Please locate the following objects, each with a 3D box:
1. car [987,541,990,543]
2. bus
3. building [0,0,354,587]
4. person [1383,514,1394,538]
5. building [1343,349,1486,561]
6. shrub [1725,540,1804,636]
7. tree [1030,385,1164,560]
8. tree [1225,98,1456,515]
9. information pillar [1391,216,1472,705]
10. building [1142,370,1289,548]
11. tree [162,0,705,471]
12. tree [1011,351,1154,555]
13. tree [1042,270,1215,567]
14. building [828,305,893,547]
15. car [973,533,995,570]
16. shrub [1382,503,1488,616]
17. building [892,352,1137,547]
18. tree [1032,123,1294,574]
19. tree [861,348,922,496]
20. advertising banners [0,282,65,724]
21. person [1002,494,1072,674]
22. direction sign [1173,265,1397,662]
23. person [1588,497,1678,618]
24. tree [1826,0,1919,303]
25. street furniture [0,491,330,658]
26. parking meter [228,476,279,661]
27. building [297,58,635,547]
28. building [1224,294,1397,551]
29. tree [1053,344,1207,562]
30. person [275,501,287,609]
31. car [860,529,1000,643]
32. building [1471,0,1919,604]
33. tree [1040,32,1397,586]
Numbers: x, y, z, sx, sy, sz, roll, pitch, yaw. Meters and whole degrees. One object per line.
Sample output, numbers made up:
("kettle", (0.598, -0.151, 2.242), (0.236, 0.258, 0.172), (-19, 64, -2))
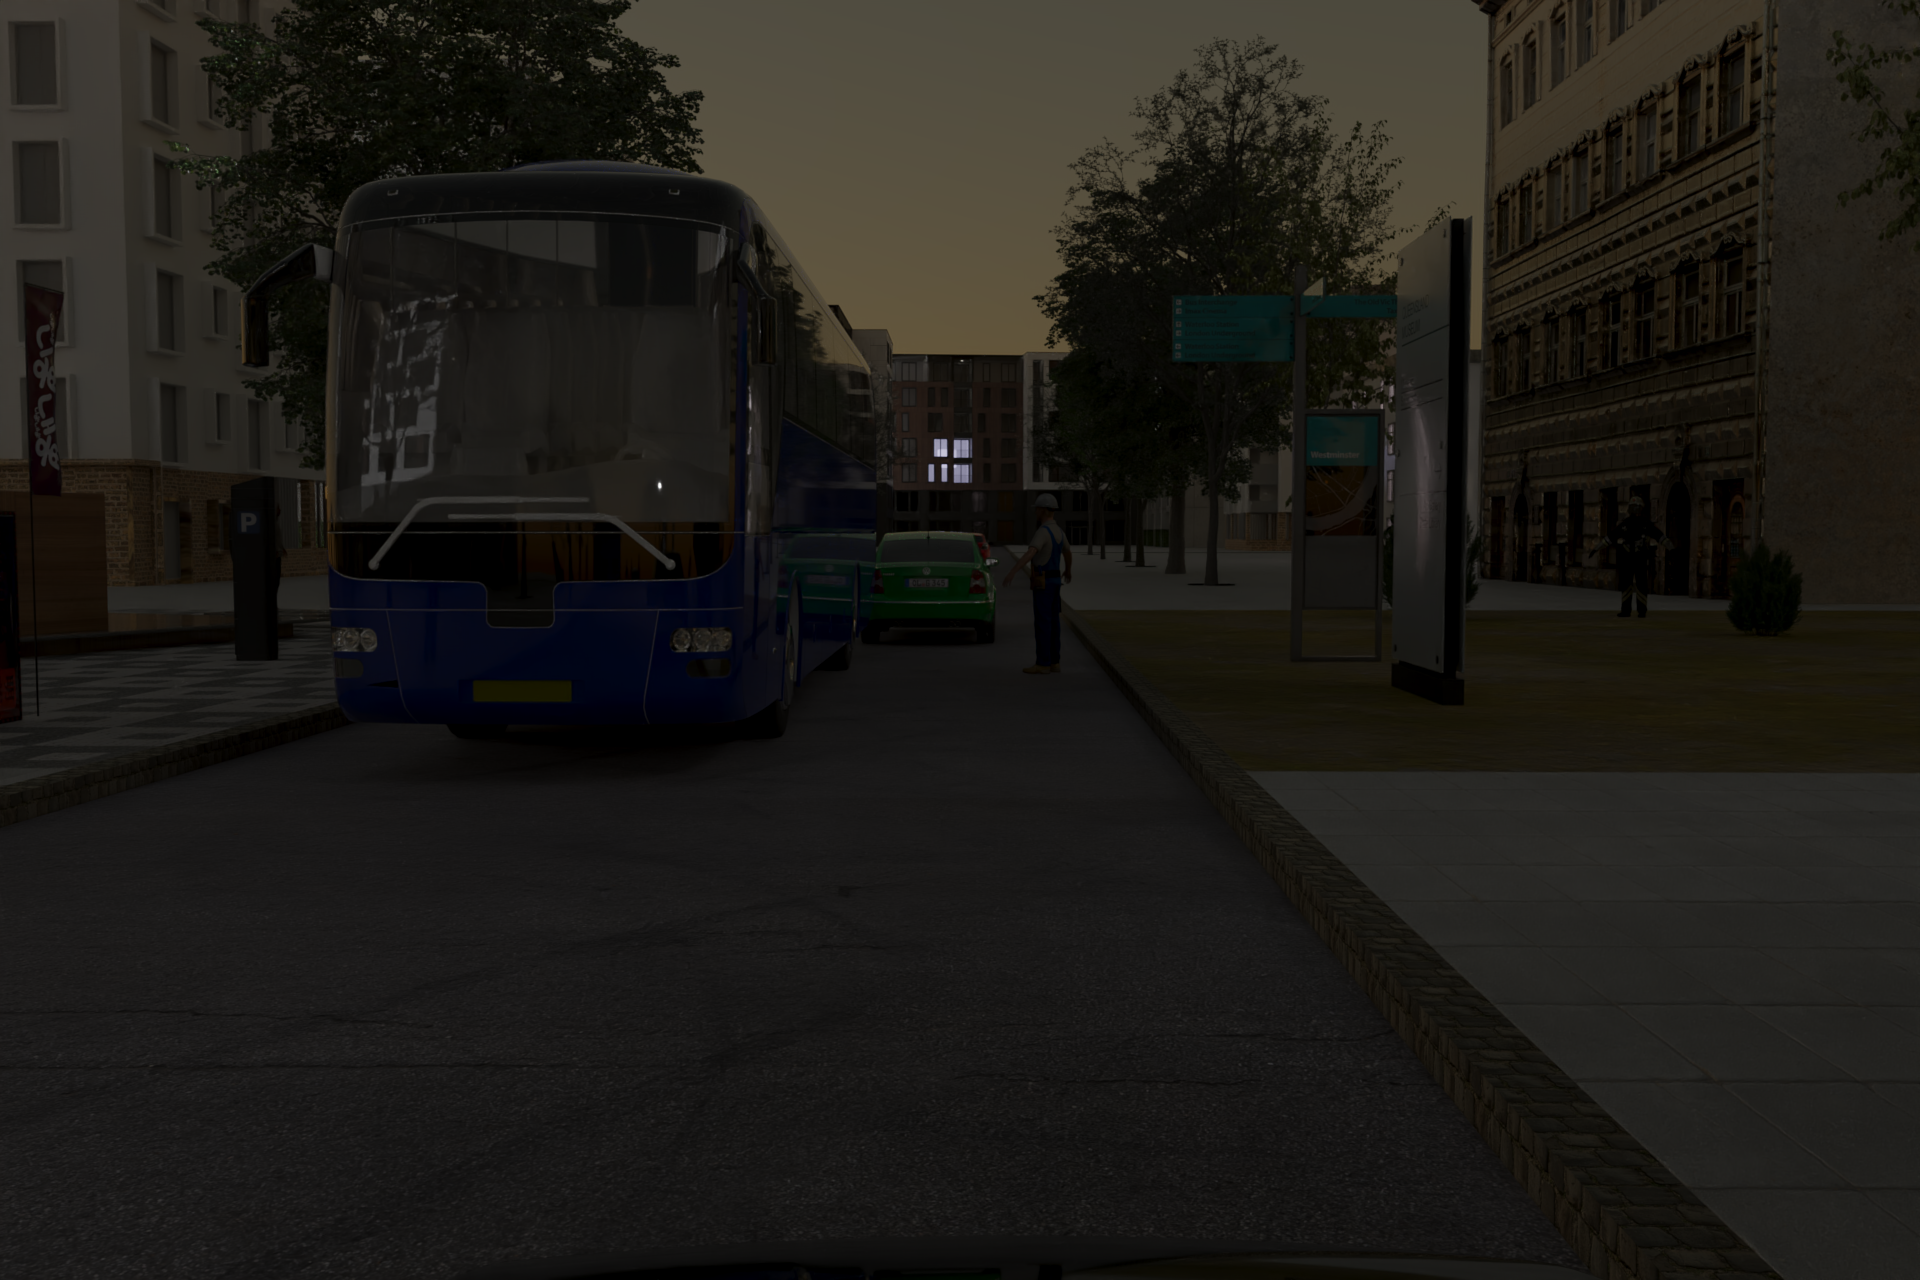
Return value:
("car", (0.772, -5.760, 103.968), (2.009, 1.686, 4.222), (0, 4, 1))
("bus", (-2.368, -1.460, 15.418), (2.896, 3.916, 12.251), (0, 4, 1))
("building", (-25.000, -11.454, 43.693), (16.016, 20.090, 11.380), (0, 4, 2))
("person", (9.927, -1.991, 39.278), (1.216, 1.740, 0.721), (-2, 4, -26))
("building", (24.731, -8.368, 78.957), (9.099, 9.664, 28.070), (0, 4, 1))
("shrub", (10.156, -0.658, 21.872), (1.383, 1.207, 1.383), (0, 3, 0))
("tree", (7.334, -9.357, 87.406), (8.767, 10.594, 7.601), (1, 4, 15))
("tree", (6.442, -4.898, 30.444), (4.737, 8.622, 4.395), (0, 3, 0))
("information pillar", (3.705, -1.368, 13.675), (0.184, 3.620, 1.656), (0, 4, 1))
("building", (27.930, -18.812, 174.027), (16.747, 18.905, 31.486), (0, 4, 1))
("tree", (-9.320, -7.710, 32.718), (9.857, 13.997, 8.962), (0, 3, 0))
("tree", (7.984, -11.893, 104.824), (12.009, 13.543, 11.850), (0, 3, 0))
("tree", (7.151, -8.645, 67.101), (9.928, 11.665, 9.643), (0, 3, 0))
("building", (-21.244, -19.988, 170.775), (27.936, 21.610, 32.646), (0, 4, 0))
("car", (0.316, -3.681, 69.223), (2.155, 1.783, 4.494), (0, 4, 1))
("shrub", (7.060, -1.347, 26.064), (1.661, 2.075, 1.752), (0, 3, 0))
("building", (4.001, -22.022, 206.498), (32.646, 21.610, 27.936), (0, 4, -5))
("tree", (6.969, -9.109, 55.593), (9.857, 13.997, 8.962), (0, 3, 0))
("tree", (-7.780, -11.954, 105.818), (12.009, 13.543, 11.850), (0, 3, 0))
("advertising banners", (-6.492, -0.942, 11.588), (0.090, 3.025, 2.074), (0, 4, 1))
("person", (0.866, -0.584, 17.863), (0.705, 1.847, 1.347), (2, 4, 32))
("direction sign", (3.378, -1.715, 16.796), (2.525, 3.948, 1.411), (0, 4, 1))
("person", (10.394, -1.279, 26.699), (1.354, 1.856, 0.705), (3, 5, 41))
("tree", (10.330, -4.056, 16.674), (4.737, 8.622, 4.395), (0, 3, 0))
("street furniture", (-13.314, -0.796, 19.868), (9.812, 1.723, 11.010), (1, 4, 20))
("parking meter", (-7.166, -0.725, 17.565), (0.399, 1.863, 0.255), (0, 4, 1))
("building", (-23.879, -13.105, 80.732), (16.747, 18.905, 31.486), (0, 4, 2))
("building", (27.147, -17.559, 143.516), (16.016, 20.090, 11.380), (0, 4, 1))
("tree", (7.788, -9.353, 78.680), (9.928, 11.665, 9.643), (0, 3, 0))
("person", (-10.928, -1.315, 27.637), (0.705, 1.813, 1.348), (-1, 4, -15))
("car", (-0.416, -0.935, 24.081), (1.959, 1.807, 4.718), (0, 4, 0))
("building", (23.932, -12.771, 39.732), (19.493, 23.208, 18.063), (0, 4, 1))
("tree", (6.366, -8.091, 42.651), (12.009, 13.543, 11.850), (0, 3, 0))
